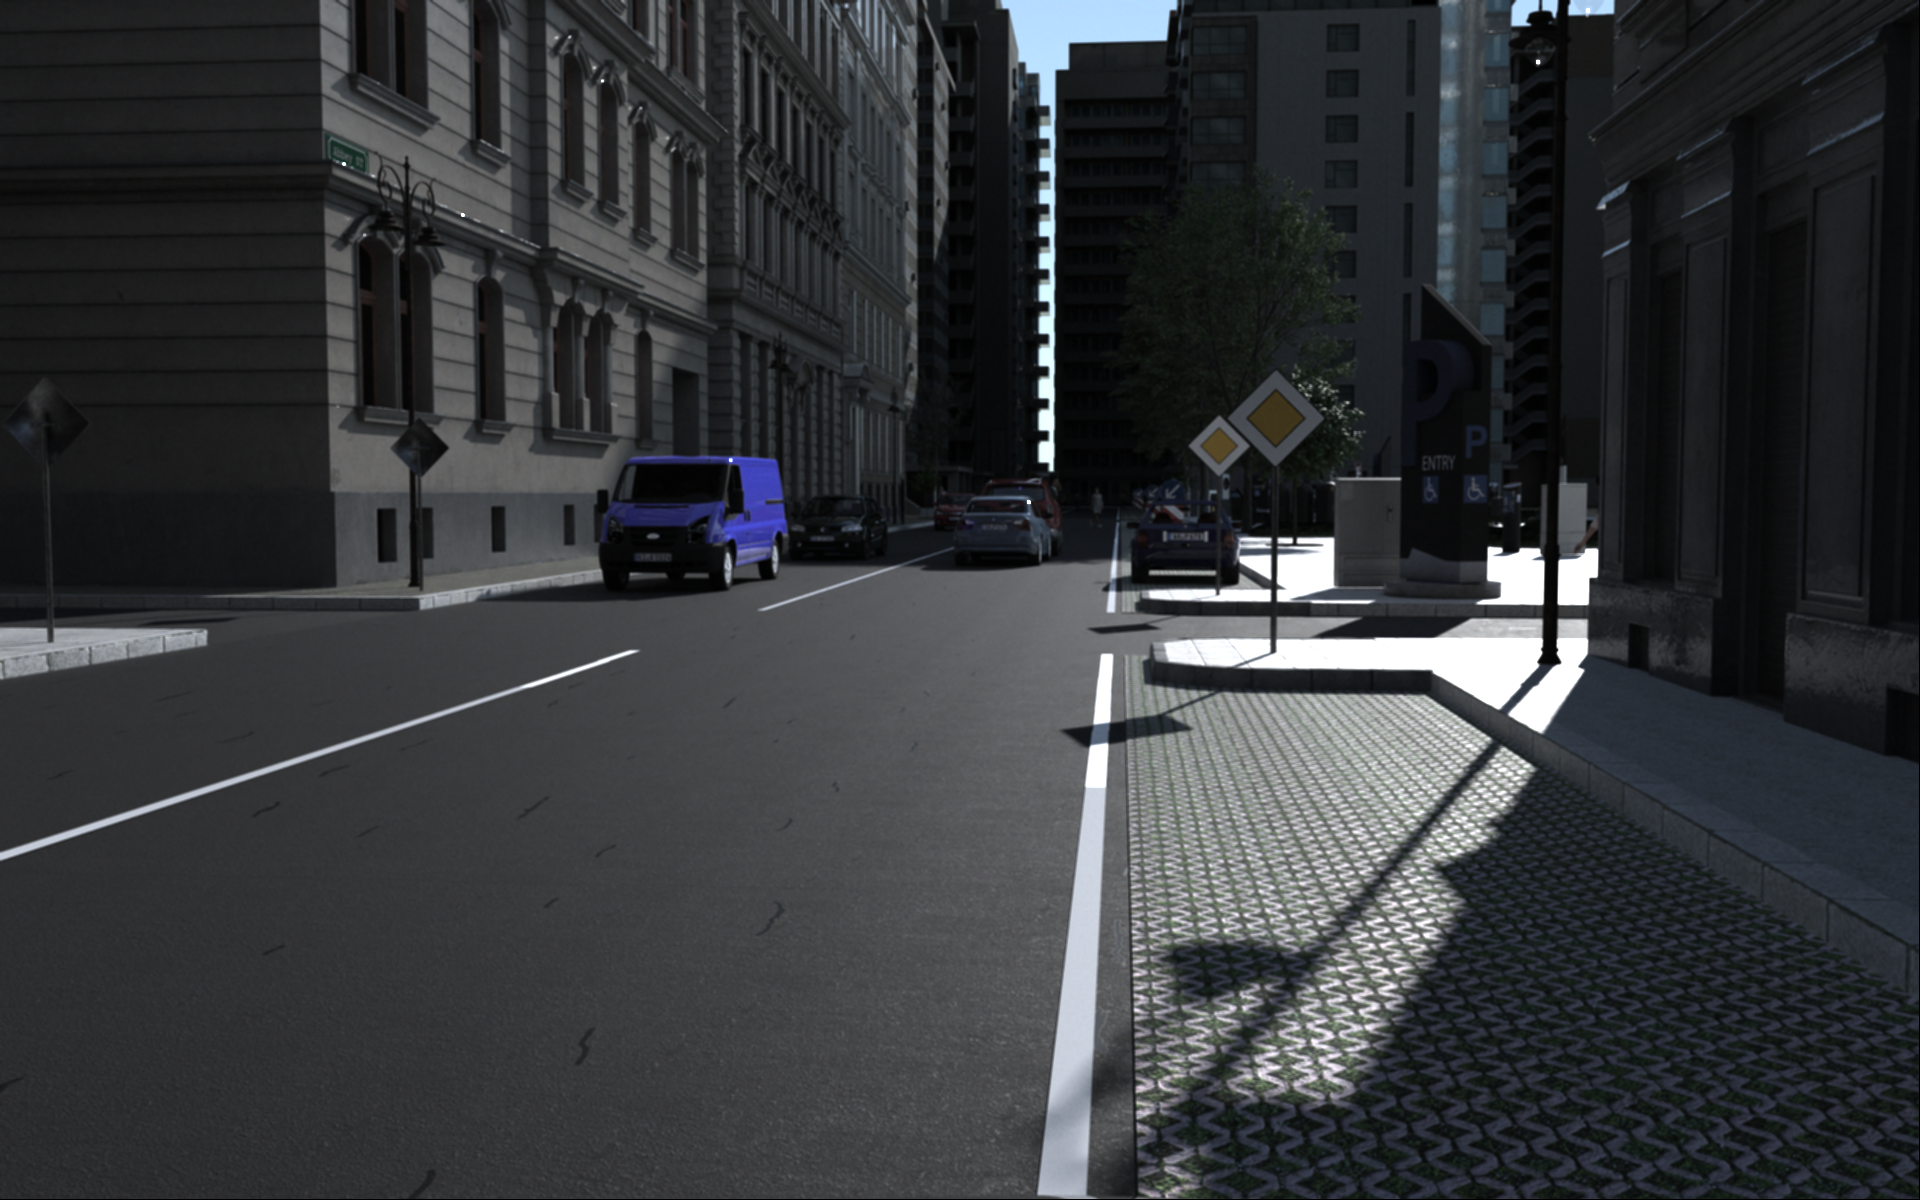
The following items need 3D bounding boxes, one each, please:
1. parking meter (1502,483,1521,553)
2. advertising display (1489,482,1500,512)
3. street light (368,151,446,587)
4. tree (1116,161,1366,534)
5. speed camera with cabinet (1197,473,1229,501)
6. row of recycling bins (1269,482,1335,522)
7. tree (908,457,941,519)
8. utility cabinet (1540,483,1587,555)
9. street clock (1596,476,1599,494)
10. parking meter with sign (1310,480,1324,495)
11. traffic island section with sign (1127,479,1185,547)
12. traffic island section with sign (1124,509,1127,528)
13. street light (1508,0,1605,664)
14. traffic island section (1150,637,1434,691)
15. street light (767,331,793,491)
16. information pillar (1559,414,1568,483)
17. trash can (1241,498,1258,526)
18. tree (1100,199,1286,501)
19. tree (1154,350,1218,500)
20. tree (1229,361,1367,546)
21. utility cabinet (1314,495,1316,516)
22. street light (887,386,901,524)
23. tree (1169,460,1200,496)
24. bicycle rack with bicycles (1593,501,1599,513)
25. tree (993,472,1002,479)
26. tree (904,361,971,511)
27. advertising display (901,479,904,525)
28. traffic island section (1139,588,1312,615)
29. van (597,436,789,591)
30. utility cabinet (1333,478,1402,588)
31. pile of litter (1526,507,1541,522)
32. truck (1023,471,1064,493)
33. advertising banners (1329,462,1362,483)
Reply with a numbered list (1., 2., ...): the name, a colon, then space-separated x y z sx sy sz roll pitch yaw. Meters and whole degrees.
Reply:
1. parking meter: 12.128 -1.814 38.074 0.372 1.533 0.369 0 3 0
2. advertising display: 27.716 -5.217 90.513 0.123 1.923 0.974 -3 5 -43
3. street light: -7.561 -3.123 23.847 0.468 5.910 1.993 0 4 5
4. tree: 9.155 -7.952 55.778 9.928 11.665 9.643 0 3 0
5. speed camera with cabinet: 10.941 -4.915 74.702 0.660 3.252 2.038 2 4 34
6. row of recycling bins: 13.273 -3.518 64.629 3.534 1.692 1.069 2 4 24
7. tree: -1.724 -5.885 90.819 1.663 3.219 1.824 0 3 0
8. utility cabinet: 12.606 -1.683 36.195 1.173 1.500 0.318 -3 4 -36
9. street clock: 23.049 -3.519 62.100 0.471 2.002 0.358 2 4 25
10. parking meter with sign: 19.694 -6.078 95.632 1.738 3.016 0.543 2 4 28
11. traffic island section with sign: 5.570 -2.314 46.470 1.989 1.847 2.006 0 4 5
12. traffic island section with sign: 8.071 -3.968 73.510 1.989 1.847 2.006 0 4 5
13. street light: 4.466 -2.456 12.944 0.468 5.910 1.993 0 4 5
14. traffic island section: 2.556 0.505 14.025 2.009 0.180 2.903 0 4 5
15. street light: -5.104 -4.682 49.336 0.468 5.910 1.993 0 4 5
16. information pillar: 17.636 -3.626 50.636 0.183 3.616 0.504 0 4 6
17. trash can: 11.606 -3.542 69.566 0.748 1.137 0.748 0 3 0
18. tree: 9.182 -9.133 67.454 7.486 12.596 7.792 0 3 0
19. tree: 11.366 -8.281 85.764 4.737 8.622 4.395 0 3 0
20. tree: 8.305 -3.630 43.072 4.285 4.588 4.351 0 3 0
21. utility cabinet: 18.178 -4.760 88.989 1.020 1.237 0.306 -3 5 -45
22. street light: -2.808 -6.199 74.146 0.468 5.910 1.993 0 4 5
23. tree: 12.524 -6.316 97.872 1.663 3.219 1.824 0 3 0
24. bicycle rack with bicycles: 30.533 -4.358 84.636 2.852 0.926 2.925 1 4 15
25. tree: 2.935 -9.543 150.630 1.663 3.219 1.824 0 3 0
26. tree: -1.605 -8.852 95.093 4.360 8.622 3.978 0 3 0
27. advertising display: -2.426 -4.169 73.385 0.123 1.923 0.974 0 4 -3
28. traffic island section: 3.291 0.019 21.976 2.009 0.180 2.903 0 4 5
29. van: -4.175 -1.416 27.544 2.240 2.365 5.245 0 4 6
30. utility cabinet: 5.693 -0.905 23.480 1.173 1.500 0.318 0 4 -1
31. pile of litter: 20.968 -2.936 61.963 1.719 0.858 1.176 0 4 3
32. truck: 7.299 -9.435 150.179 3.469 3.379 9.791 0 4 3
33. advertising banners: 19.449 -5.540 86.774 2.074 3.025 0.090 1 4 10
